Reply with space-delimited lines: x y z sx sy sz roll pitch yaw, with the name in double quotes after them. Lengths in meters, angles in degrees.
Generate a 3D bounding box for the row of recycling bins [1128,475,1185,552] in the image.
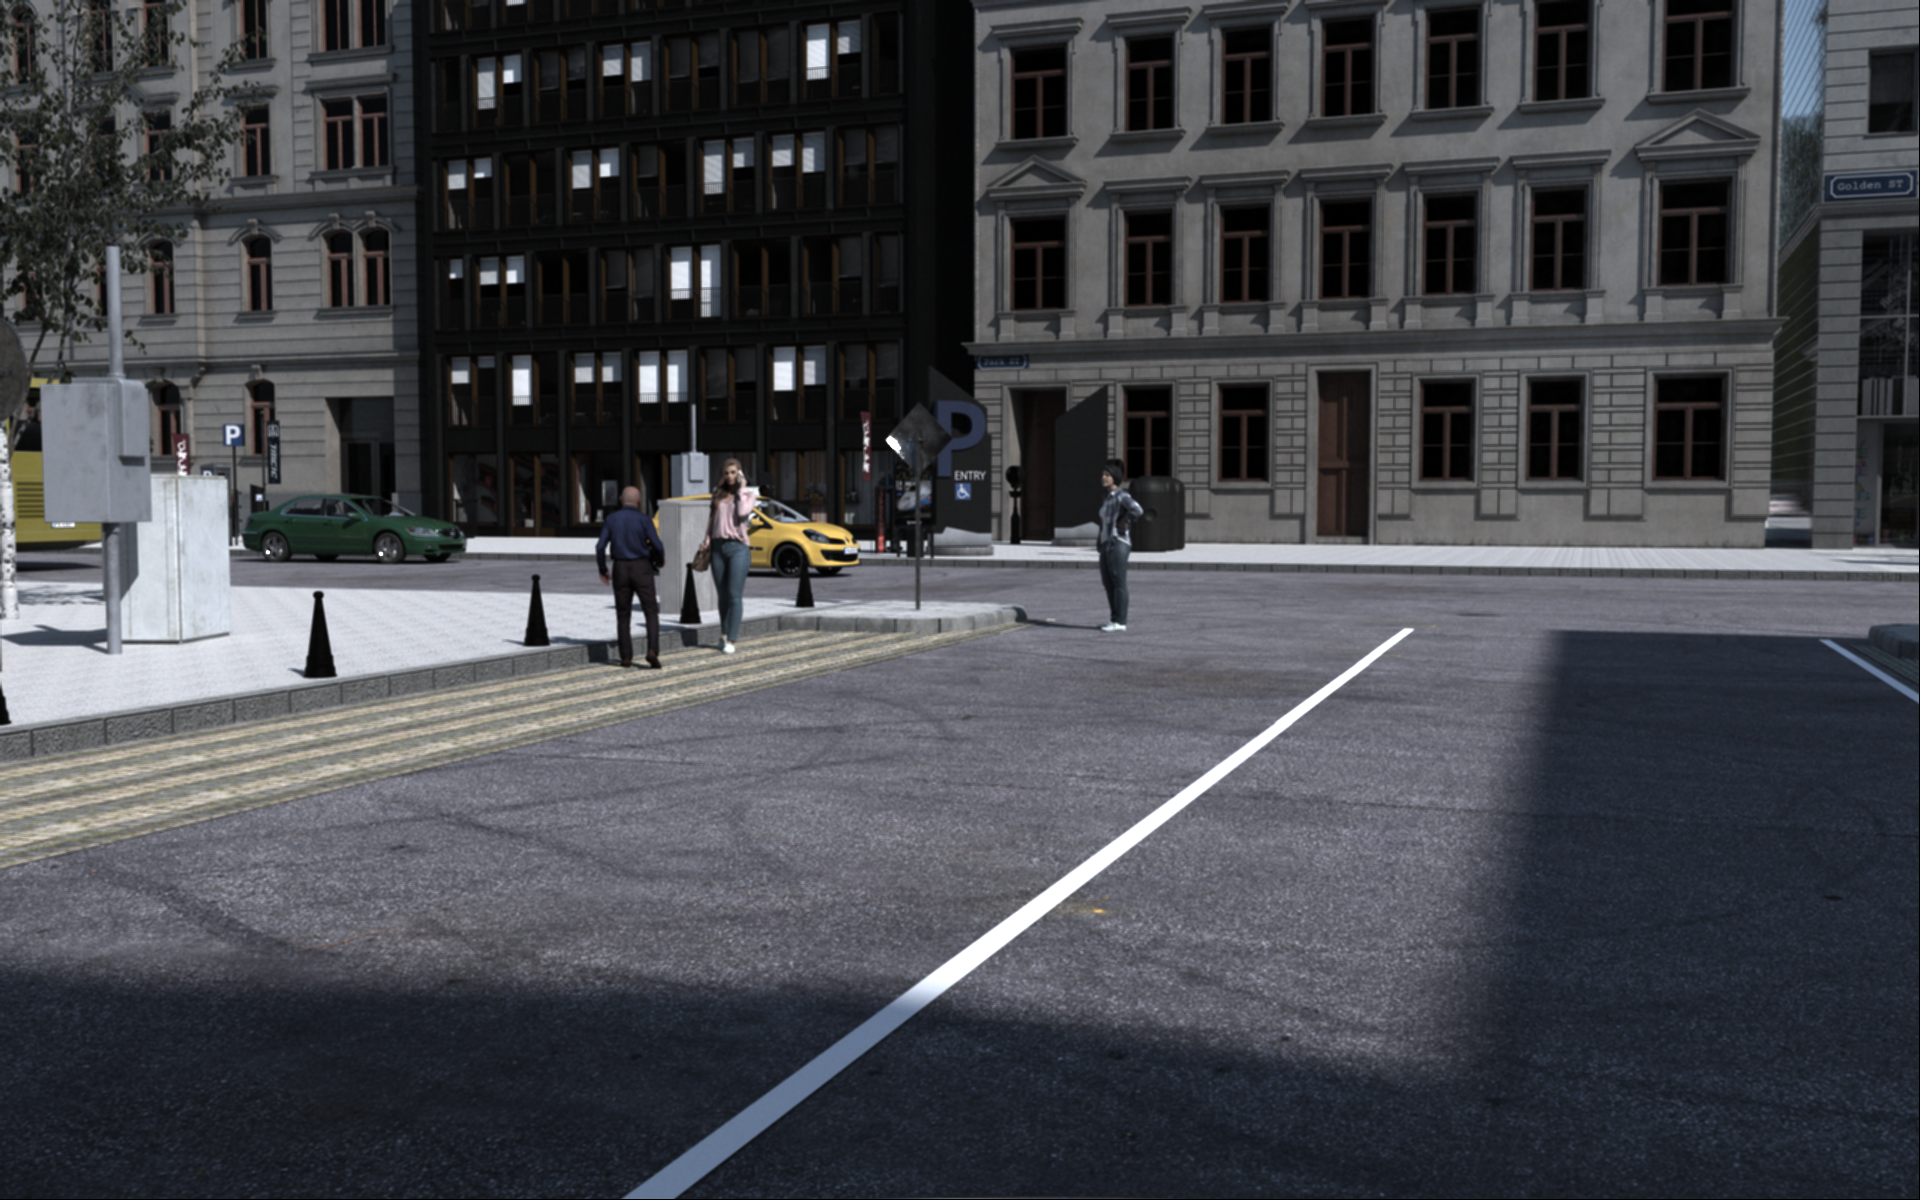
4.573 -1.996 39.745 1.069 1.692 3.534 1 4 16 "row of recycling bins"

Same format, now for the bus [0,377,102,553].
-22.419 -2.590 33.899 12.252 3.916 2.896 1 4 18 "bus"

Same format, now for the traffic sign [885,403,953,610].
-0.462 -0.946 19.102 0.795 2.450 0.064 1 4 20 "traffic sign"

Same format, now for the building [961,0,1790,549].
11.324 -12.939 47.711 21.152 22.565 11.583 1 4 20 "building"

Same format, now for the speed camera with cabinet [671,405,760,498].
-5.468 -2.730 38.972 2.038 3.252 0.660 -3 4 -38 "speed camera with cabinet"

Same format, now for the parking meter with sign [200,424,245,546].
-18.241 -2.822 42.398 0.543 3.016 1.738 1 4 11 "parking meter with sign"

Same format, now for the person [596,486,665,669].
-2.628 -0.190 14.306 0.574 1.496 0.600 2 4 24 "person"

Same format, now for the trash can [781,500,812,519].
-3.920 -1.825 41.493 0.748 1.137 0.748 0 3 0 "trash can"

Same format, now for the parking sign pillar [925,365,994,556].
-0.008 -2.929 36.367 1.447 3.967 1.447 -1 4 -19 "parking sign pillar"

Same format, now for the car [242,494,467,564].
-12.753 -1.514 36.547 4.920 1.459 2.131 1 4 18 "car"

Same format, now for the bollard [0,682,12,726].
-5.414 0.392 9.632 0.229 0.601 0.229 0 3 0 "bollard"

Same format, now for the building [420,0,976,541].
-6.502 -13.767 54.776 15.834 23.373 12.332 1 4 20 "building"

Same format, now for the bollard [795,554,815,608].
-1.763 -0.221 19.660 0.229 0.601 0.229 0 3 0 "bollard"

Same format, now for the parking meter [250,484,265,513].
-18.602 -2.294 45.921 0.372 1.533 0.369 0 3 0 "parking meter"

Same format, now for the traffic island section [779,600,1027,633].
-0.487 0.190 19.173 2.009 0.180 2.903 1 4 20 "traffic island section"

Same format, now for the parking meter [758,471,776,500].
-4.802 -2.284 43.055 0.399 1.863 0.255 0 4 5 "parking meter"

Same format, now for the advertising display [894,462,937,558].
-0.898 -1.808 34.782 0.974 1.923 0.123 2 4 35 "advertising display"

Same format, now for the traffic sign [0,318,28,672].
-6.953 -0.752 12.409 0.768 2.556 0.104 2 4 26 "traffic sign"

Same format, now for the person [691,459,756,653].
-2.102 -0.407 15.742 0.593 1.750 0.643 1 4 17 "person"

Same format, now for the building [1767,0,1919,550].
35.466 -16.015 39.343 29.804 29.767 11.434 1 4 20 "building"

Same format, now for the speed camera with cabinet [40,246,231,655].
-6.927 -1.241 14.631 0.660 3.252 2.038 0 4 2 "speed camera with cabinet"

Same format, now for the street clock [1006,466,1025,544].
1.421 -2.437 44.421 0.471 2.002 0.358 3 5 40 "street clock"

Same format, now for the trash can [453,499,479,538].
-14.386 -2.373 50.452 0.748 1.137 0.748 0 3 0 "trash can"

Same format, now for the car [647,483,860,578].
-3.718 -1.250 30.665 3.980 1.641 2.015 1 4 21 "car"

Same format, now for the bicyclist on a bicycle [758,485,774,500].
-3.940 -1.494 34.445 1.625 1.676 1.499 1 4 20 "bicyclist on a bicycle"

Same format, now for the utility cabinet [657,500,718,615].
-2.889 -0.474 18.913 0.306 1.237 1.020 2 4 23 "utility cabinet"

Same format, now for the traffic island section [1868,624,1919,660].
9.418 0.410 15.573 2.009 0.180 2.903 1 4 20 "traffic island section"

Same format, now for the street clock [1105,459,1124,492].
3.177 -1.902 35.676 0.358 2.002 0.471 2 4 31 "street clock"

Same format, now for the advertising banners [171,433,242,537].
-22.033 -3.333 50.684 0.090 3.025 2.074 3 4 37 "advertising banners"

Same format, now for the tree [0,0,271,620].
-9.514 -4.103 17.450 4.360 8.622 3.978 0 3 0 "tree"

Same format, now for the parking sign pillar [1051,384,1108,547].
2.970 -3.302 42.467 1.447 3.967 1.447 0 4 4 "parking sign pillar"

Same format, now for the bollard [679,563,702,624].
-2.675 -0.068 17.158 0.229 0.601 0.229 0 3 0 "bollard"

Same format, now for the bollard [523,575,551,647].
-3.585 0.085 14.656 0.229 0.601 0.229 0 3 0 "bollard"

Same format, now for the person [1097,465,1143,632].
1.637 -0.545 18.128 0.376 1.734 0.841 0 4 -7 "person"

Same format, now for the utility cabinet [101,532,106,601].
-9.807 -0.600 20.968 1.020 1.237 0.306 -3 5 -42 "utility cabinet"

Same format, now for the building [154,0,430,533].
-25.175 -16.855 62.968 23.554 28.519 14.401 1 4 20 "building"

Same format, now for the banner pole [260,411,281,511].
-20.727 -3.792 52.016 0.863 3.779 0.401 1 4 20 "banner pole"

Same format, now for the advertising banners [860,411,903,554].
-1.700 -2.517 37.346 0.090 3.025 2.074 1 4 22 "advertising banners"

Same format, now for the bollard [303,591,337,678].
-4.496 0.238 12.153 0.229 0.601 0.229 0 3 0 "bollard"
